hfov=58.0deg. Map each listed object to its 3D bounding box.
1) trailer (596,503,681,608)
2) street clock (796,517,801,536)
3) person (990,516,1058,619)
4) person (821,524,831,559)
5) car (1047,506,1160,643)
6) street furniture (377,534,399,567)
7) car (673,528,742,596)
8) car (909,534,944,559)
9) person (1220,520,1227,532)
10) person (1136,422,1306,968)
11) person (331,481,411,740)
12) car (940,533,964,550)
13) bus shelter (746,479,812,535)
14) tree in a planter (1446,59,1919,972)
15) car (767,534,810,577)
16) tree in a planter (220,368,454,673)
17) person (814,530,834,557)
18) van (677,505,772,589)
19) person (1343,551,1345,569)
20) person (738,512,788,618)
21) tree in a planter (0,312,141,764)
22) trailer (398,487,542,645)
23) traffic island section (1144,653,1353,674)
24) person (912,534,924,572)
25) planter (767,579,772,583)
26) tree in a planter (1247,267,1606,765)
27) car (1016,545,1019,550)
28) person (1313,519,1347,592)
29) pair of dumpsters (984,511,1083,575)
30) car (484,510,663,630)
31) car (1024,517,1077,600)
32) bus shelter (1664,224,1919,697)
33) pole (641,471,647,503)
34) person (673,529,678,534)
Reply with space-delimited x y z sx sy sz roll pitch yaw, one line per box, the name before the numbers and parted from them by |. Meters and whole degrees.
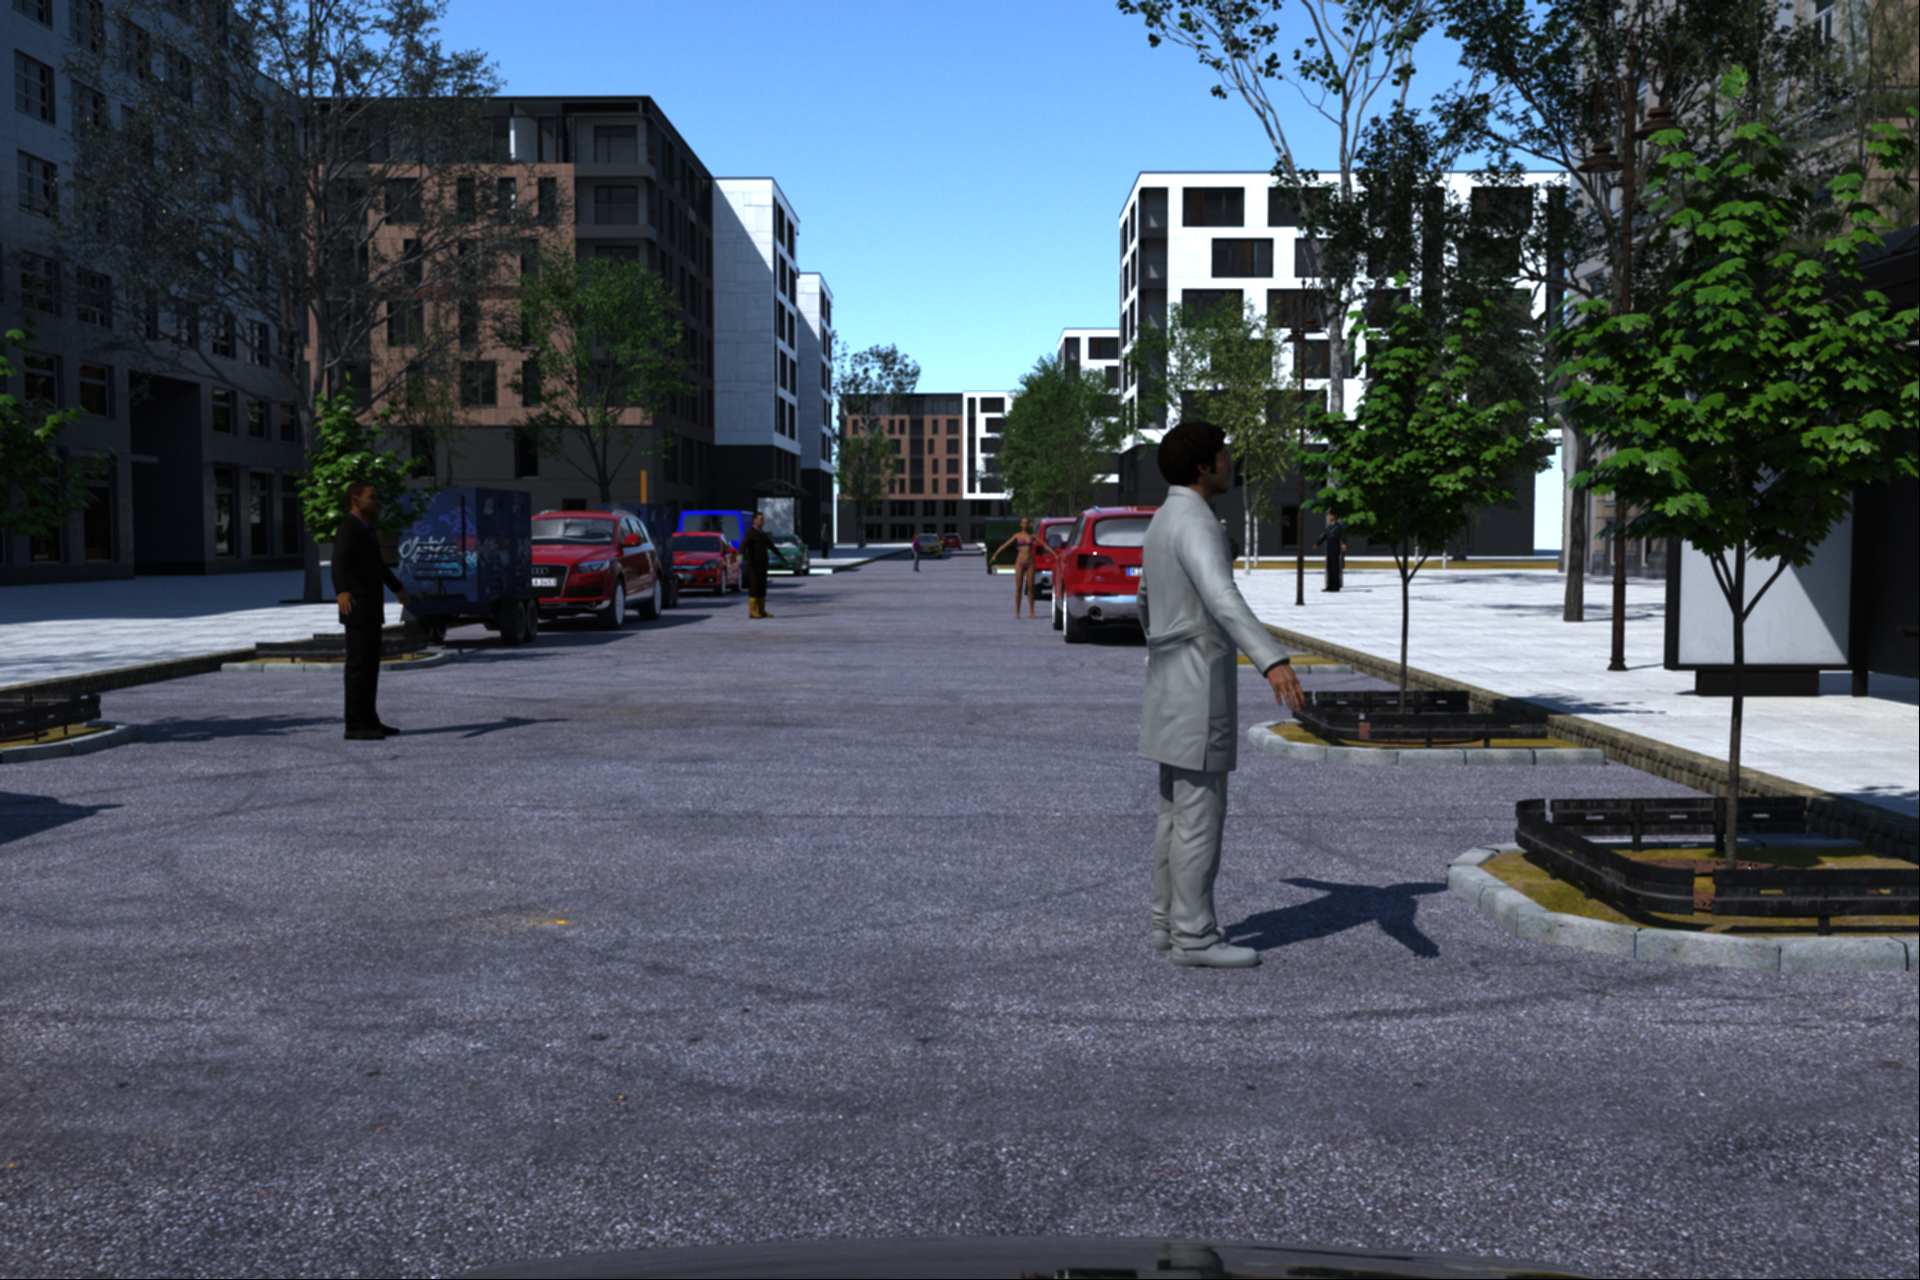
trailer | -6.280 -1.585 32.969 1.471 1.999 3.904 0 4 0
street clock | -6.890 -4.191 73.093 0.358 2.002 0.471 0 4 1
person | 1.109 -1.225 29.291 1.217 1.733 0.721 0 4 -2
person | -6.879 -5.045 88.611 0.705 1.813 1.348 1 4 11
car | 2.384 -0.953 24.262 2.281 1.827 5.304 0 4 0
street furniture | -21.069 -3.986 72.024 9.812 1.723 11.010 -2 4 -24
car | -6.309 -1.969 41.226 2.155 1.783 4.494 0 4 1
car | -1.936 -5.569 101.277 2.015 1.641 3.980 0 4 0
person | 10.253 -3.778 67.630 0.705 1.847 1.347 1 4 17
person | 0.814 0.170 5.858 0.705 1.806 1.347 -1 4 -10
person | -4.174 -0.214 12.183 0.704 1.802 1.346 0 4 -1
car | -0.723 -8.814 153.148 2.155 1.783 4.494 0 4 1
bus shelter | -6.902 -4.454 66.754 2.014 3.302 5.546 0 4 0
tree in a planter | 2.973 -0.572 6.571 1.991 3.239 1.994 0 4 -1
car | -6.255 -2.944 59.926 2.131 1.459 4.920 0 4 0
tree in a planter | -6.661 -1.321 18.819 1.991 3.239 1.994 0 4 1
person | -7.748 -5.684 99.067 1.347 1.817 0.704 2 4 29
van | -6.407 -2.616 47.164 2.240 2.365 5.245 0 4 1
person | 12.995 -3.235 59.678 0.721 1.737 1.214 2 4 29
person | -3.420 -1.283 29.567 0.704 1.812 1.346 2 4 29
tree in a planter | -6.702 -0.873 11.490 1.991 3.239 1.994 0 4 0
trailer | -6.360 -0.905 21.844 1.471 1.999 3.904 0 4 0
traffic island section | 3.023 0.255 18.690 1.991 0.108 1.994 0 3 0
person | -1.590 -3.290 65.511 0.599 1.433 0.991 2 4 24
planter | -6.562 -1.819 50.888 1.991 0.319 1.994 0 4 0
tree in a planter | 3.004 -0.881 11.634 1.991 3.239 1.994 0 4 -1
car | 2.914 -2.711 56.129 2.131 1.459 4.920 0 4 -1
person | 8.255 -1.981 38.437 0.704 1.823 1.345 -1 4 -18
pair of dumpsters | 3.070 -3.465 61.597 4.436 2.255 1.574 0 4 1
car | -6.058 -1.149 27.467 2.281 1.827 5.304 0 4 0
car | 2.494 -1.858 39.049 2.281 1.827 5.304 0 4 1
bus shelter | 6.365 -1.051 11.115 2.014 3.302 5.546 0 4 0
pole | -10.148 -3.782 55.676 0.158 3.312 0.155 0 3 0
person | -9.246 -3.190 58.334 1.348 1.807 0.705 0 4 -3
